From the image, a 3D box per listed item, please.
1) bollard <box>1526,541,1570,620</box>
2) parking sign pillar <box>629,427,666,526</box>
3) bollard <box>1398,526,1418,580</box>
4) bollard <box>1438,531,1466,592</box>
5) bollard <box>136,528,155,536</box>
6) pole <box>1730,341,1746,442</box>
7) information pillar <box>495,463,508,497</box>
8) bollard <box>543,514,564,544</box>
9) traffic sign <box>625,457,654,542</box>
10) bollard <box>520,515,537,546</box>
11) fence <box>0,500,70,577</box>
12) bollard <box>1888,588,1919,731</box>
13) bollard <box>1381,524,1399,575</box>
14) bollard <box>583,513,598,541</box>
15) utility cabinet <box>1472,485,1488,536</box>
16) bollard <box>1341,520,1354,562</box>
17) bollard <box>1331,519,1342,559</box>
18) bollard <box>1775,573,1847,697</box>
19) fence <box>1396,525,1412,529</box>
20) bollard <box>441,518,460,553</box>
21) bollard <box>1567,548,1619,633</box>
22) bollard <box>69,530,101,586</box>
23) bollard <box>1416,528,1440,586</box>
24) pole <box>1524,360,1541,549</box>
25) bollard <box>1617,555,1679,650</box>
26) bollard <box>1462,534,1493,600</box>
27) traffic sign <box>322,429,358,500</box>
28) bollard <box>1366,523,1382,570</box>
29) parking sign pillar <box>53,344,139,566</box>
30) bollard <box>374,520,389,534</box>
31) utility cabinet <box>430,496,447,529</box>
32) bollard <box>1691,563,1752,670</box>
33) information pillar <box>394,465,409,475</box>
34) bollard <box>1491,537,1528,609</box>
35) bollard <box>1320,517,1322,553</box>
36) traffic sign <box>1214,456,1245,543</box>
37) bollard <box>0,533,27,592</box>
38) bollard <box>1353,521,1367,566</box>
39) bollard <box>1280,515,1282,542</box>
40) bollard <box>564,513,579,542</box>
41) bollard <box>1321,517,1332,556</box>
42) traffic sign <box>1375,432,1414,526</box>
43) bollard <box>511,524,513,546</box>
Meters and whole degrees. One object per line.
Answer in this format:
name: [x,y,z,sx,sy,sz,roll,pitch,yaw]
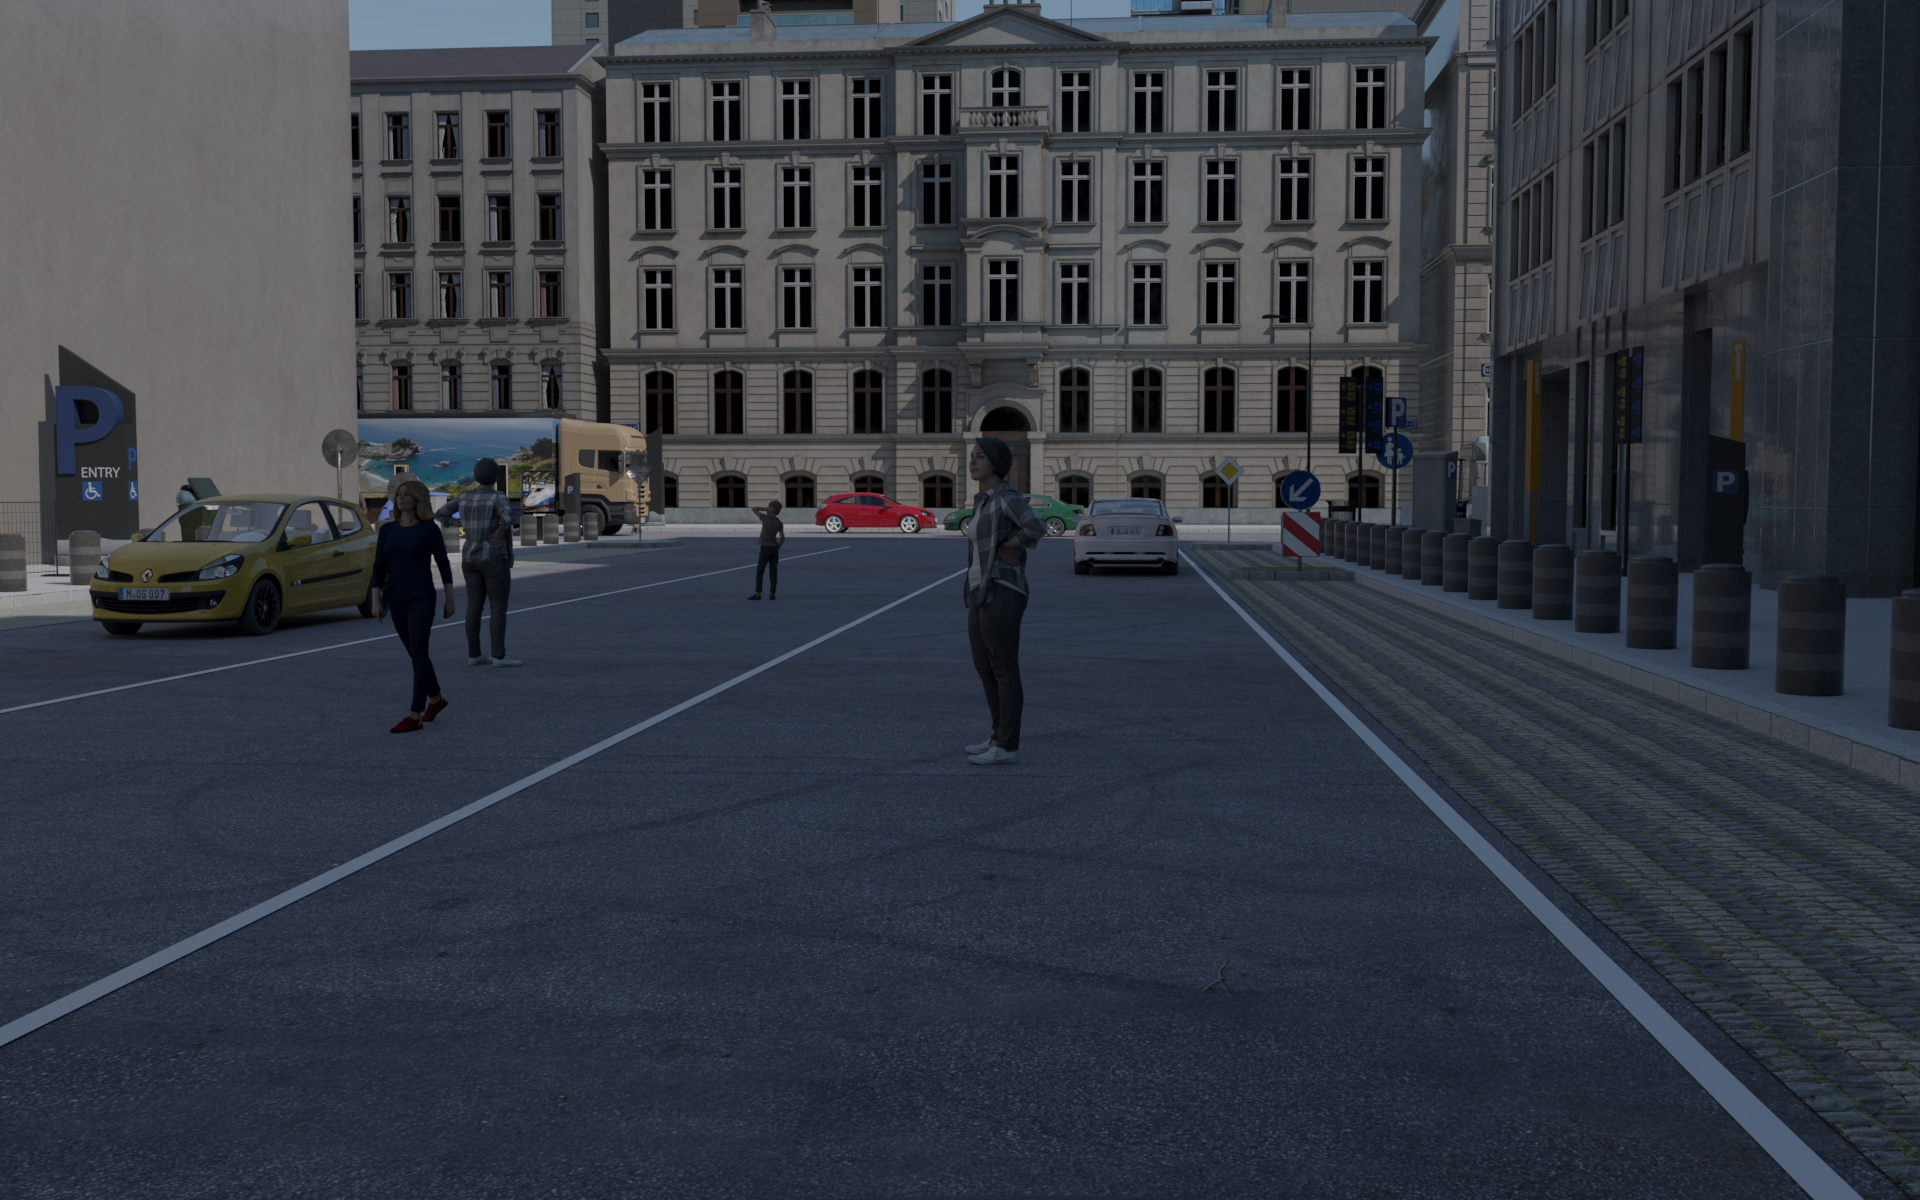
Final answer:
bollard: [6.090,-0.187,17.773,0.404,0.777,0.398,0,3,0]
parking sign pillar: [-12.540,-4.950,69.410,1.447,3.967,1.447,0,4,4]
bollard: [6.867,-0.694,26.069,0.404,0.777,0.398,0,3,0]
bollard: [6.558,-0.492,22.757,0.404,0.777,0.398,0,3,0]
bollard: [-12.195,-0.698,26.127,0.404,0.777,0.398,0,3,0]
pole: [10.369,-1.793,23.153,0.158,3.312,0.155,0,3,0]
information pillar: [-11.005,-2.269,41.596,0.304,2.012,0.304,-1,4,-15]
bollard: [-10.492,-1.816,44.403,0.404,0.777,0.398,0,3,0]
traffic sign: [-8.643,-2.637,46.750,0.795,2.450,0.064,0,4,5]
bollard: [-10.648,-1.714,42.736,0.404,0.777,0.398,0,3,0]
fence: [-14.287,-0.898,25.885,0.480,1.192,2.264,1,4,14]
bollard: [5.320,0.320,9.490,0.404,0.777,0.398,0,3,0]
bollard: [7.019,-0.796,27.735,0.404,0.777,0.398,0,3,0]
bollard: [-10.180,-2.018,47.716,0.404,0.777,0.398,0,3,0]
utility cabinet: [13.384,-2.129,43.484,0.318,1.500,1.173,-2,4,-30]
bollard: [7.482,-1.102,32.730,0.404,0.777,0.398,0,3,0]
bollard: [7.641,-1.203,34.387,0.404,0.777,0.398,0,3,0]
bollard: [5.475,0.218,11.146,0.404,0.777,0.398,0,3,0]
fence: [8.693,-1.073,32.919,0.278,0.683,2.069,-1,4,-14]
bollard: [-11.110,-1.409,37.748,0.404,0.777,0.398,0,3,0]
bollard: [5.940,-0.086,16.117,0.404,0.777,0.398,0,3,0]
bollard: [-12.353,-0.596,24.458,0.404,0.777,0.398,0,3,0]
bollard: [6.713,-0.593,24.413,0.404,0.777,0.398,0,3,0]
pole: [8.755,-1.997,26.498,0.158,3.312,0.155,0,3,0]
bollard: [5.781,0.016,14.461,0.404,0.777,0.398,0,3,0]
bollard: [6.401,-0.390,21.096,0.404,0.777,0.398,0,3,0]
traffic sign: [-12.167,-2.071,33.974,0.768,2.556,0.104,1,4,10]
bollard: [7.176,-0.899,29.416,0.404,0.777,0.398,0,3,0]
parking sign pillar: [-15.581,-2.616,31.237,1.447,3.967,1.447,0,4,-1]
bollard: [-11.423,-1.206,34.427,0.404,0.777,0.398,0,3,0]
utility cabinet: [-14.155,-2.177,46.759,0.306,1.237,1.020,0,4,1]
bollard: [5.629,0.117,12.804,0.404,0.777,0.398,0,3,0]
information pillar: [-14.076,-2.398,43.696,0.304,2.012,0.304,0,4,-7]
bollard: [6.245,-0.288,19.429,0.404,0.777,0.398,0,3,0]
bollard: [7.952,-1.407,37.721,0.404,0.777,0.398,0,3,0]
traffic sign: [7.032,-2.546,45.274,0.795,2.450,0.064,0,4,5]
bollard: [-12.509,-0.494,22.789,0.404,0.777,0.398,0,3,0]
bollard: [7.330,-1.000,31.074,0.404,0.777,0.398,0,3,0]
bollard: [8.728,-1.916,46.049,0.404,0.777,0.398,0,3,0]
bollard: [-10.344,-1.917,46.060,0.404,0.777,0.398,0,3,0]
bollard: [7.802,-1.306,36.064,0.404,0.777,0.398,0,3,0]
traffic sign: [8.965,-2.183,35.802,0.768,2.556,0.104,1,4,14]
bollard: [-10.807,-1.612,41.066,0.404,0.777,0.398,0,3,0]
